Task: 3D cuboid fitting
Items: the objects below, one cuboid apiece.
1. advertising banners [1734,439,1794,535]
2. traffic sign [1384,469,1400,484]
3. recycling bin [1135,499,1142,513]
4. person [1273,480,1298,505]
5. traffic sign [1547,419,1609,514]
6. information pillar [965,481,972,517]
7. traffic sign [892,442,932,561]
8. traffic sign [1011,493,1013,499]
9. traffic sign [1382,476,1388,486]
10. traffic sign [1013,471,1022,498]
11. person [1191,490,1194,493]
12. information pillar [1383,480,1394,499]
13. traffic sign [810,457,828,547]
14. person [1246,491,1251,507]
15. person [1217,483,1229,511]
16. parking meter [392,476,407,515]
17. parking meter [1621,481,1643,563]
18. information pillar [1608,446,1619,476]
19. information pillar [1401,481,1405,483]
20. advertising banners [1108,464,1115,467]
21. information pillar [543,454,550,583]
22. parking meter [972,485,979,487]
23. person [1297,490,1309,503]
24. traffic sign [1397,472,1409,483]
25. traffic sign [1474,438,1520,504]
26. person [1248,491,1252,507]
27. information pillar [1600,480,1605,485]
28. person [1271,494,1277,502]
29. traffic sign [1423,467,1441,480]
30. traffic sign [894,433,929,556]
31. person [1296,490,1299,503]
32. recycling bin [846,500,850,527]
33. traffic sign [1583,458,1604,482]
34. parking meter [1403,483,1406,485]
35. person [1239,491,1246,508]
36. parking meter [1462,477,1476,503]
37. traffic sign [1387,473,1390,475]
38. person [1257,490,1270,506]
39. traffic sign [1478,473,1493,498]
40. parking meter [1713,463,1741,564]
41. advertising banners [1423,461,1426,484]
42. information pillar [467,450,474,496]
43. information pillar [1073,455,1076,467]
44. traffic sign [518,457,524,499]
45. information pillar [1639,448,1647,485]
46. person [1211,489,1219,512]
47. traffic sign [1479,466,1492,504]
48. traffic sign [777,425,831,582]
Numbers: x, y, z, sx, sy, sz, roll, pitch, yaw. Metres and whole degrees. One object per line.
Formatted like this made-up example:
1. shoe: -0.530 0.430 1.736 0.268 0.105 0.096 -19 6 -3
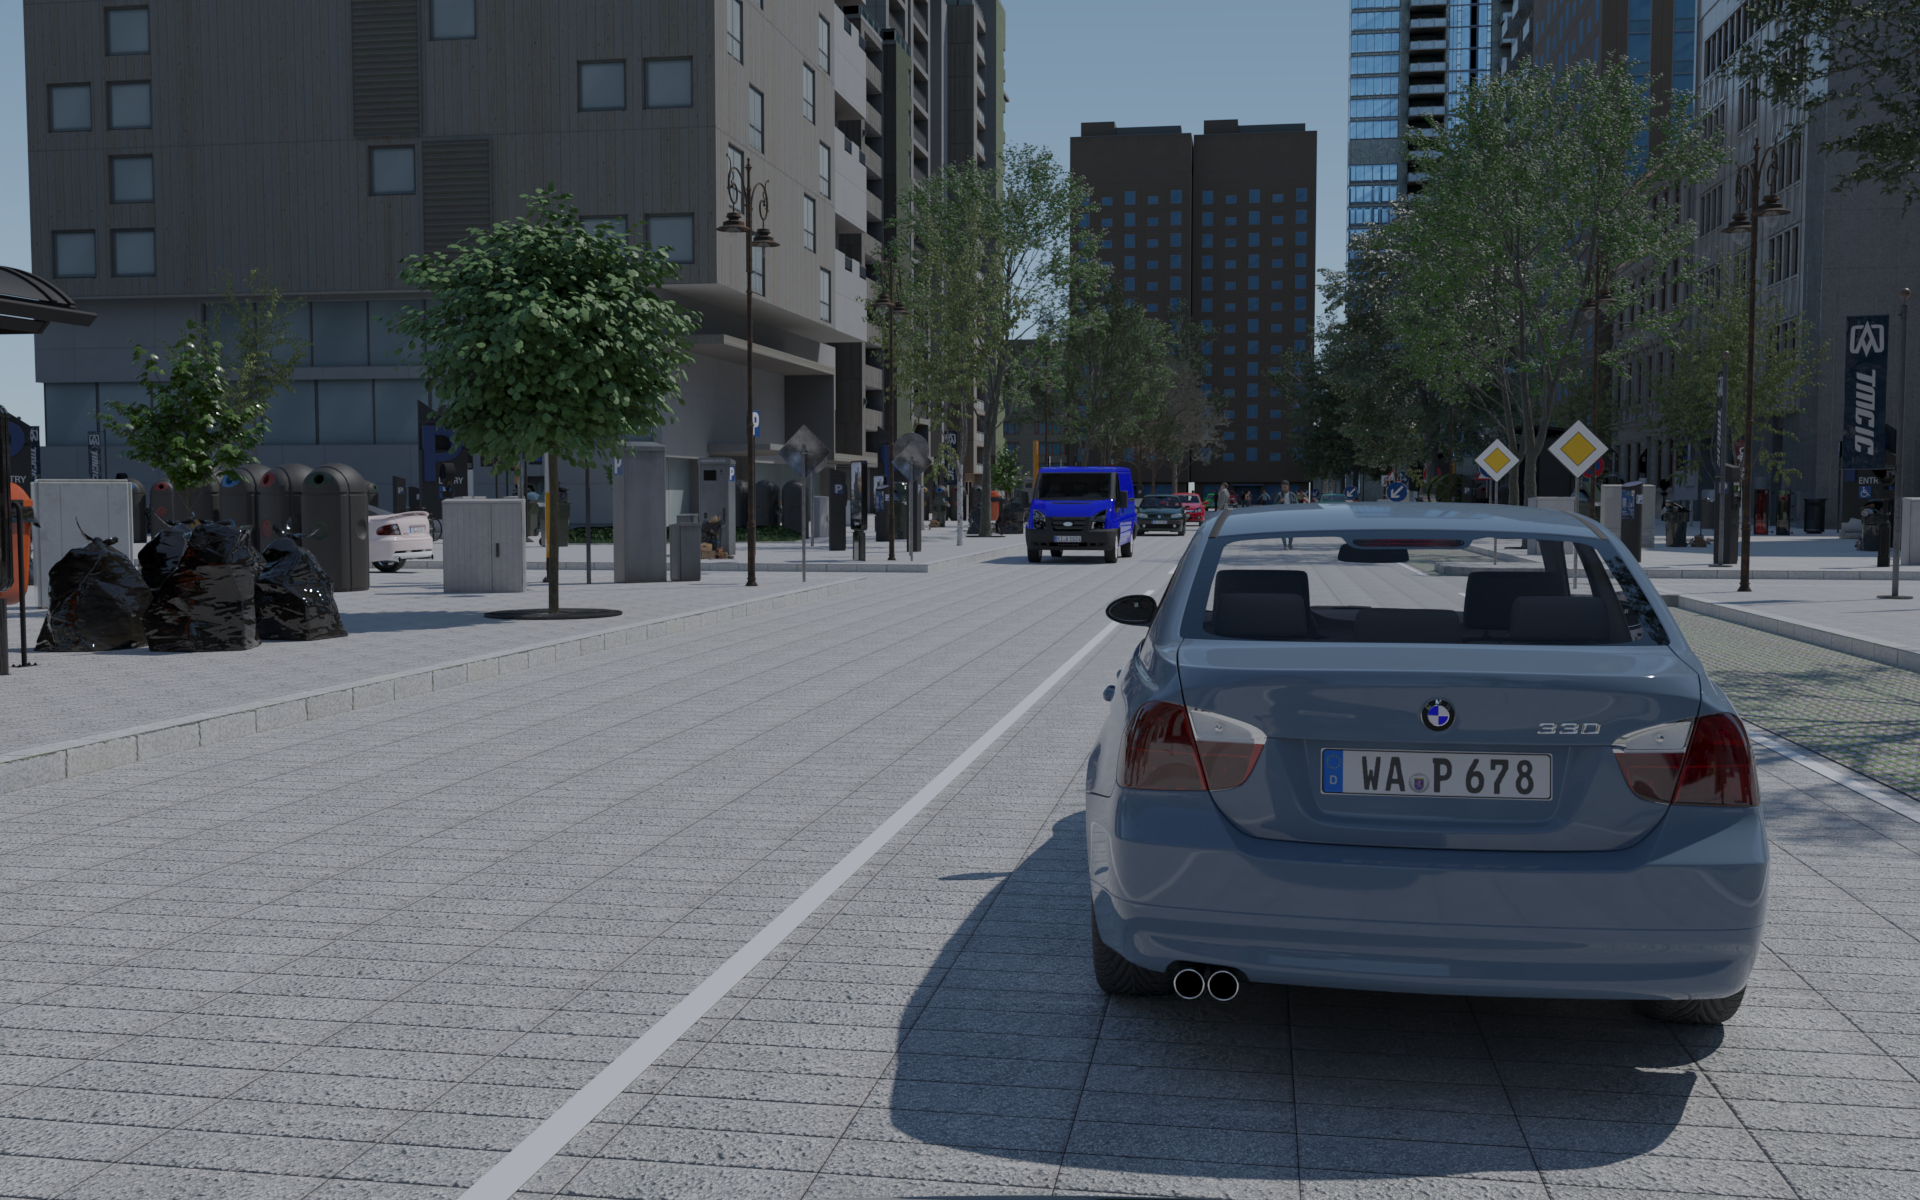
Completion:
1. advertising banners: 25.192 -3.557 54.344 0.090 3.025 2.074 -2 4 -31
2. traffic sign: 22.862 -5.604 91.623 0.884 2.594 0.081 1 4 13
3. recycling bin: 10.008 -5.197 97.525 0.722 1.027 0.722 0 4 8
4. person: 8.299 -2.153 44.046 0.623 1.781 0.721 -1 4 -13
5. traffic sign: 8.316 -1.206 23.364 0.795 2.450 0.064 1 4 10
6. information pillar: 0.482 -5.702 97.719 0.304 2.012 0.304 -3 5 -42
7. traffic sign: -0.921 -1.800 33.065 0.795 2.450 0.064 1 4 10
8. traffic sign: 2.516 -5.117 83.767 0.768 2.556 0.104 1 4 10
9. traffic sign: 23.388 -5.675 94.923 0.606 2.300 0.079 1 4 14
10. traffic sign: 2.565 -5.035 82.430 0.768 2.556 0.104 1 4 19
11. person: 18.201 -7.677 134.708 0.721 1.739 1.217 1 4 18
12. information pillar: 22.408 -5.245 90.241 0.304 2.012 0.304 -1 4 -22
13. traffic sign: -3.606 -2.576 42.217 0.768 2.556 0.104 1 4 14
14. person: 25.433 -8.785 152.861 0.721 1.735 1.217 2 4 28
15. person: 8.593 -2.945 56.839 0.473 1.802 0.592 3 5 43
16. parking meter: -17.954 -3.047 55.534 0.399 1.863 0.255 -2 4 -35
17. parking meter: 12.606 -1.474 32.513 0.372 1.533 0.369 0 3 0
18. information pillar: 31.698 -5.672 84.091 0.504 3.616 0.183 3 4 37
19. information pillar: 24.539 -5.626 96.471 0.304 2.012 0.304 3 5 44
20. advertising banners: 8.397 -6.519 102.773 0.090 3.025 2.074 -3 5 -42
21. information pillar: -5.954 -2.058 25.003 0.183 3.616 0.504 -1 4 -15
22. parking meter: 0.970 -6.188 106.890 0.399 1.863 0.255 2 4 29
23. person: 30.580 -8.961 155.023 1.348 1.823 0.705 2 4 29
24. traffic sign: 24.954 -5.980 97.877 0.768 2.556 0.104 1 4 17
25. traffic sign: 9.666 -1.688 31.235 0.795 2.450 0.064 1 4 10
26. person: 26.713 -9.209 159.989 0.530 1.710 0.541 -1 4 -13
27. information pillar: 33.092 -5.175 89.098 0.304 2.012 0.304 0 4 -1
28. person: 27.593 -8.515 150.983 1.065 1.426 0.557 0 4 -3
29. traffic sign: 21.155 -4.744 77.674 0.768 2.556 0.104 1 4 14
30. traffic sign: -1.020 -2.191 35.922 0.768 2.556 0.104 1 4 11
31. person: 32.559 -9.697 167.053 0.705 1.823 1.348 1 4 9
32. recycling bin: -4.419 -3.436 68.733 0.722 1.027 0.722 0 4 7
33. traffic sign: 19.868 -3.333 54.598 0.768 2.556 0.104 1 4 13
34. parking meter: 23.580 -5.313 92.579 0.255 1.863 0.399 -3 4 -36
35. person: 24.128 -8.485 148.050 0.721 1.723 1.217 -1 4 -16
36. parking meter: 17.107 -3.215 58.269 0.399 1.863 0.255 3 4 36
37. traffic sign: 26.136 -6.412 104.948 0.768 2.556 0.104 1 4 15
38. person: 27.644 -9.105 157.359 1.348 1.826 0.705 3 5 42
39. traffic sign: 19.954 -4.010 65.567 0.884 2.594 0.081 1 4 13
40. parking meter: 14.049 -1.590 31.706 0.255 1.863 0.399 -2 4 -32
41. advertising banners: 23.080 -5.329 83.318 2.074 3.025 0.090 -1 4 -17
42. information pillar: -16.764 -4.128 58.847 0.504 3.616 0.183 0 4 4
43. information pillar: 6.856 -6.864 103.585 0.183 3.616 0.504 1 4 19
44. traffic sign: -6.487 -1.557 25.570 0.768 2.556 0.104 1 4 15
45. information pillar: 34.969 -5.953 88.682 0.183 3.616 0.504 -1 4 -18
46. person: 20.303 -7.899 137.670 0.705 1.821 1.348 -1 4 -15
47. traffic sign: 16.949 -3.377 55.316 0.768 2.556 0.104 1 4 18
48. traffic sign: -2.271 -1.318 25.194 0.795 2.450 0.064 1 4 10
